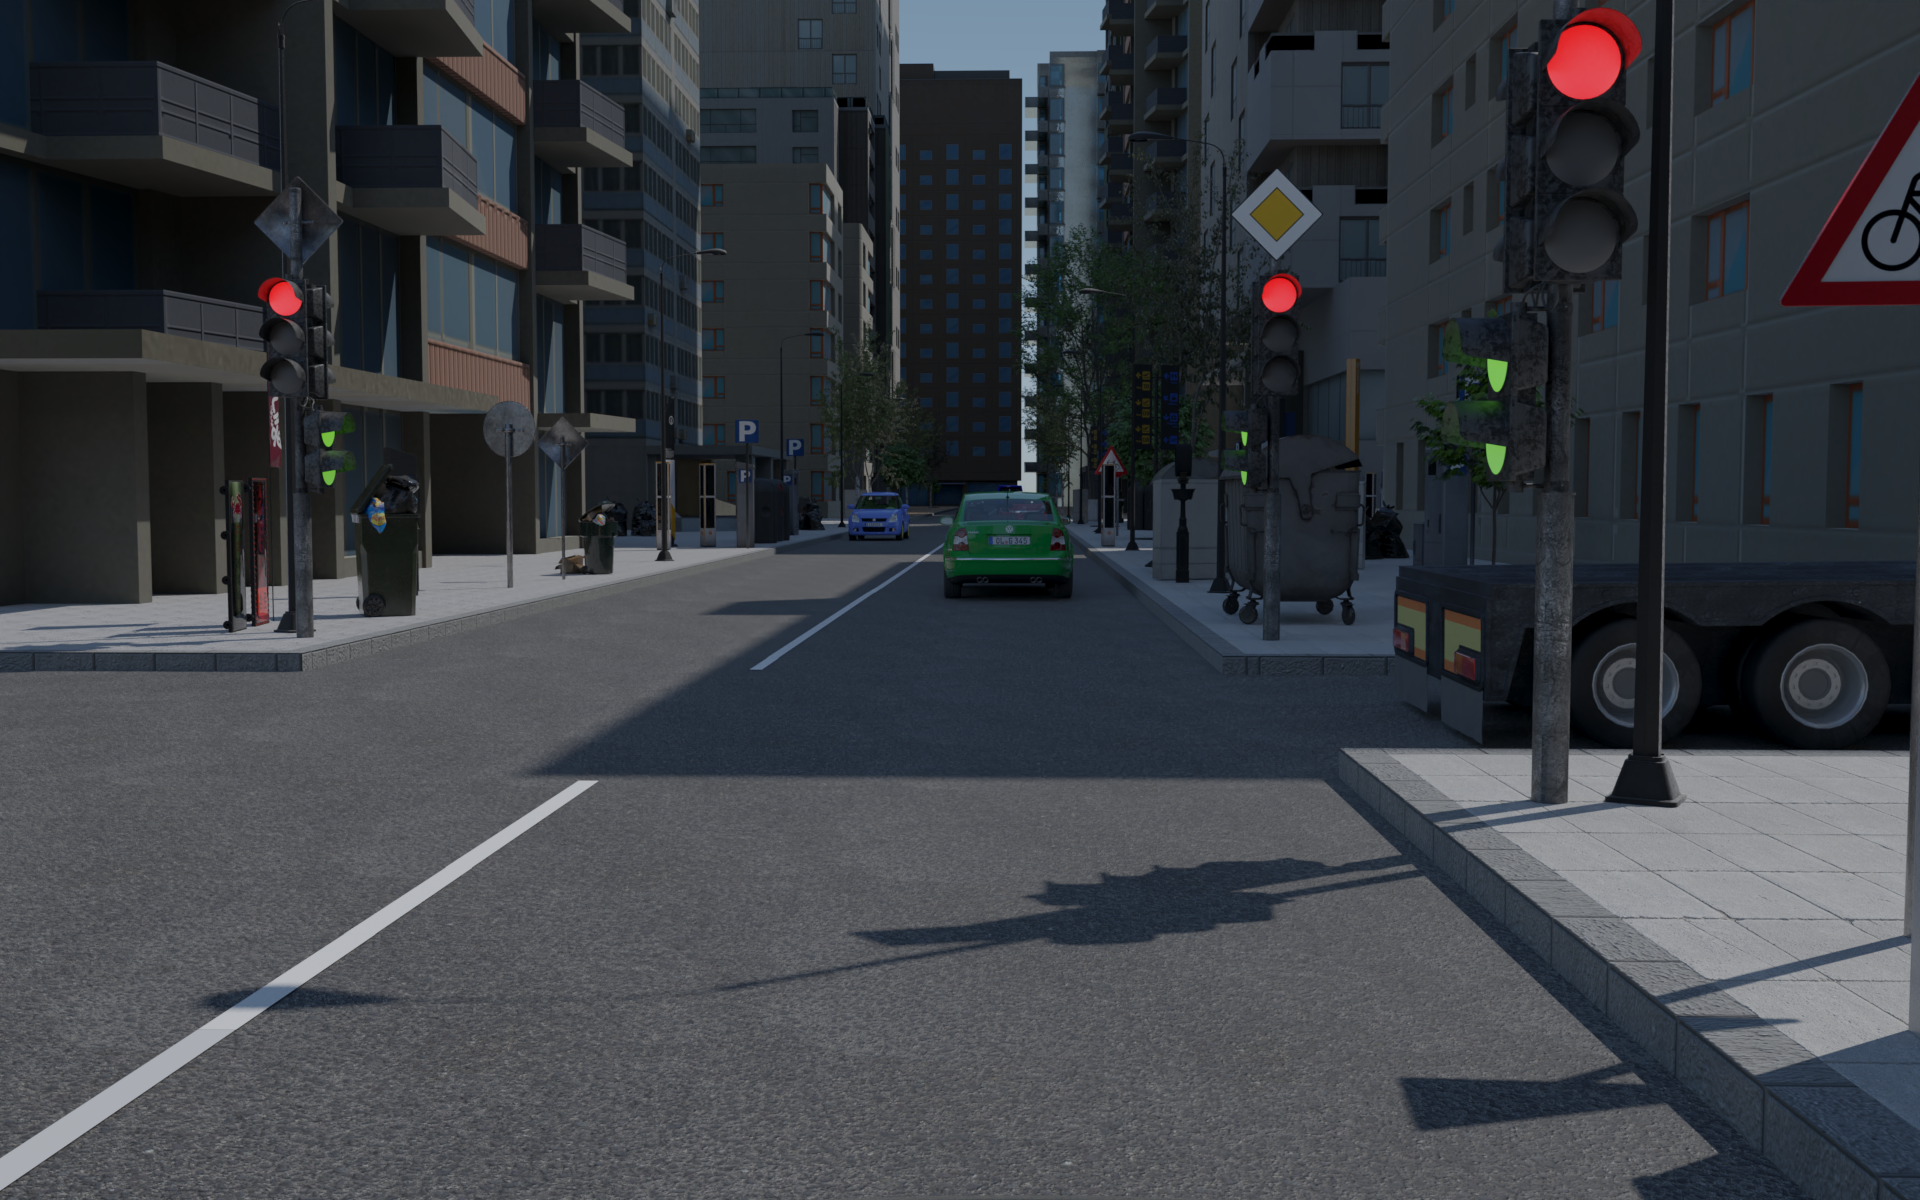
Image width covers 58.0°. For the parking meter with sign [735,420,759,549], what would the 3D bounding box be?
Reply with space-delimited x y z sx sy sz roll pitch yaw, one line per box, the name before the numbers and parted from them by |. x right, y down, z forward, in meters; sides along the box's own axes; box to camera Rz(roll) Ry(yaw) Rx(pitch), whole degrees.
parking meter with sign | -5.131 -2.764 41.457 0.543 3.016 1.738 -1 4 -10

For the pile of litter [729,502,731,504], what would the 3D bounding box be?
pile of litter | -12.105 -4.589 89.000 1.176 0.858 1.719 0 4 -4

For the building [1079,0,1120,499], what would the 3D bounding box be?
building | 21.171 -43.607 151.227 20.563 71.187 20.611 0 4 2

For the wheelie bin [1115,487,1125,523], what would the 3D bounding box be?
wheelie bin | 6.805 -4.202 76.615 0.980 1.594 0.693 -3 4 -38

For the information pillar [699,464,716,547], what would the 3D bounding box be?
information pillar | -6.100 -2.287 41.883 0.304 2.012 0.304 -2 4 -31

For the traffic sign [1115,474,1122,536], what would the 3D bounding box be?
traffic sign | 4.784 -3.212 52.621 0.768 2.556 0.104 0 4 4

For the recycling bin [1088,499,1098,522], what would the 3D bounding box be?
recycling bin | 6.470 -4.204 81.290 0.722 1.027 0.722 -2 4 -35

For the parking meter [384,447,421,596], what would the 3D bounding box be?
parking meter | -7.023 -0.986 21.828 0.399 1.863 0.255 -2 4 -31

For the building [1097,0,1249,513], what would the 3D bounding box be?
building | 20.373 -27.989 112.245 22.147 44.769 28.867 0 4 2

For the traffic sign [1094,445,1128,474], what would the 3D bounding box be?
traffic sign | 4.026 -2.825 46.188 0.884 2.594 0.081 0 4 4

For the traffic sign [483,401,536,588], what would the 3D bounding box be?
traffic sign | -6.163 -1.440 23.656 0.768 2.556 0.104 1 4 10

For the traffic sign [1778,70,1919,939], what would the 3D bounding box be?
traffic sign | 2.767 -0.302 4.938 0.884 2.594 0.081 0 4 5

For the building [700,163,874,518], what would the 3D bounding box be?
building | -20.299 -15.941 105.671 27.650 21.520 28.899 0 4 2

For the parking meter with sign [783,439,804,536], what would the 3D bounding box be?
parking meter with sign | -5.321 -3.522 53.846 0.543 3.016 1.738 1 4 9

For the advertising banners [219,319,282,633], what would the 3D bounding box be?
advertising banners | -6.852 -1.264 16.851 0.090 3.025 2.074 0 4 -7

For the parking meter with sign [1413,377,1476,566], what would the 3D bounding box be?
parking meter with sign | 7.344 -1.823 26.066 0.543 3.016 1.738 -1 4 -10

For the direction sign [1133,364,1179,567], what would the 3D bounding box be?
direction sign | 3.440 -2.349 30.402 0.876 3.537 0.379 -1 4 -20

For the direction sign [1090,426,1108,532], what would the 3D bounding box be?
direction sign | 4.676 -4.053 58.266 0.876 3.537 0.379 -3 5 -44

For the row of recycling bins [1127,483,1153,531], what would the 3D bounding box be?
row of recycling bins | 7.323 -3.289 60.896 3.534 1.692 1.069 3 5 44

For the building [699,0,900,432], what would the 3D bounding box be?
building | -19.030 -34.229 148.884 27.495 52.752 28.713 0 4 2

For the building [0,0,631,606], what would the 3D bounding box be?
building | -18.757 -23.062 31.688 22.147 44.769 28.867 0 4 2

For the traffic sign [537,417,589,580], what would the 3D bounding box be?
traffic sign | -5.936 -1.511 25.892 0.795 2.450 0.064 0 4 4

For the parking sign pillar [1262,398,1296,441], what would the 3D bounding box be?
parking sign pillar | 7.557 -3.248 41.569 1.447 3.967 1.447 -1 4 -15

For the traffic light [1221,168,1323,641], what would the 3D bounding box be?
traffic light | 2.716 -1.601 15.099 0.839 4.253 0.868 0 4 2

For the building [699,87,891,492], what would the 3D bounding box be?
building | -12.567 -21.707 126.610 14.160 30.474 14.107 0 4 2

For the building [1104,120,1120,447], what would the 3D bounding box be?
building | 18.112 -22.208 134.797 14.160 30.474 14.107 0 4 2

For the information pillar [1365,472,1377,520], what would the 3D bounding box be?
information pillar | 13.997 -3.335 59.019 0.304 2.012 0.304 3 4 36

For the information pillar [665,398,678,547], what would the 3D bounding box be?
information pillar | -7.053 -3.094 41.940 0.183 3.616 0.504 1 4 20

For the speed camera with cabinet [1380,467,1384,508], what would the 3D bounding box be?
speed camera with cabinet | 13.812 -3.746 55.586 0.660 3.252 2.038 1 4 13

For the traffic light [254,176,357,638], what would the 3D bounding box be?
traffic light | -5.841 -1.618 15.375 0.839 4.253 0.868 0 4 2

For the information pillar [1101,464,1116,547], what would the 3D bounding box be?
information pillar | 3.617 -2.309 42.245 0.304 2.012 0.304 0 4 -5

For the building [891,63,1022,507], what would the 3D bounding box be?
building | -0.546 -32.635 183.699 14.200 45.320 14.600 0 4 2

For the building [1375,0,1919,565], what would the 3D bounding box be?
building | 24.465 -11.245 28.896 28.899 21.520 27.650 0 4 2

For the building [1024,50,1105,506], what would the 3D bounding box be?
building | 22.208 -34.721 187.290 30.456 49.044 23.786 0 4 2

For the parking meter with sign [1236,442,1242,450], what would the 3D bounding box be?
parking meter with sign | 10.109 -3.766 57.843 1.738 3.016 0.543 0 4 -4

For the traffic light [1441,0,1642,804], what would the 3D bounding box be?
traffic light | 2.443 -1.113 7.119 0.839 4.253 0.868 0 4 2

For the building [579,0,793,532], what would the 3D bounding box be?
building | -23.278 -22.904 66.366 32.217 40.220 23.993 0 4 2

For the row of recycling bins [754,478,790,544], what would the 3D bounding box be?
row of recycling bins | -5.214 -2.408 46.477 1.069 1.692 3.534 0 4 2

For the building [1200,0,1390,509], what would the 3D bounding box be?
building | 24.775 -29.469 71.049 28.713 52.752 27.495 0 4 2

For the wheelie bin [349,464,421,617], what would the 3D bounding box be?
wheelie bin | -6.070 -0.639 18.350 0.693 1.594 0.980 -2 4 -25

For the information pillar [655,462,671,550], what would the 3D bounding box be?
information pillar | -6.773 -2.145 39.555 0.304 2.012 0.304 0 4 -2

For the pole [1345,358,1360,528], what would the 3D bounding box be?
pole | 5.930 -1.979 26.199 0.158 3.312 0.155 0 3 0
